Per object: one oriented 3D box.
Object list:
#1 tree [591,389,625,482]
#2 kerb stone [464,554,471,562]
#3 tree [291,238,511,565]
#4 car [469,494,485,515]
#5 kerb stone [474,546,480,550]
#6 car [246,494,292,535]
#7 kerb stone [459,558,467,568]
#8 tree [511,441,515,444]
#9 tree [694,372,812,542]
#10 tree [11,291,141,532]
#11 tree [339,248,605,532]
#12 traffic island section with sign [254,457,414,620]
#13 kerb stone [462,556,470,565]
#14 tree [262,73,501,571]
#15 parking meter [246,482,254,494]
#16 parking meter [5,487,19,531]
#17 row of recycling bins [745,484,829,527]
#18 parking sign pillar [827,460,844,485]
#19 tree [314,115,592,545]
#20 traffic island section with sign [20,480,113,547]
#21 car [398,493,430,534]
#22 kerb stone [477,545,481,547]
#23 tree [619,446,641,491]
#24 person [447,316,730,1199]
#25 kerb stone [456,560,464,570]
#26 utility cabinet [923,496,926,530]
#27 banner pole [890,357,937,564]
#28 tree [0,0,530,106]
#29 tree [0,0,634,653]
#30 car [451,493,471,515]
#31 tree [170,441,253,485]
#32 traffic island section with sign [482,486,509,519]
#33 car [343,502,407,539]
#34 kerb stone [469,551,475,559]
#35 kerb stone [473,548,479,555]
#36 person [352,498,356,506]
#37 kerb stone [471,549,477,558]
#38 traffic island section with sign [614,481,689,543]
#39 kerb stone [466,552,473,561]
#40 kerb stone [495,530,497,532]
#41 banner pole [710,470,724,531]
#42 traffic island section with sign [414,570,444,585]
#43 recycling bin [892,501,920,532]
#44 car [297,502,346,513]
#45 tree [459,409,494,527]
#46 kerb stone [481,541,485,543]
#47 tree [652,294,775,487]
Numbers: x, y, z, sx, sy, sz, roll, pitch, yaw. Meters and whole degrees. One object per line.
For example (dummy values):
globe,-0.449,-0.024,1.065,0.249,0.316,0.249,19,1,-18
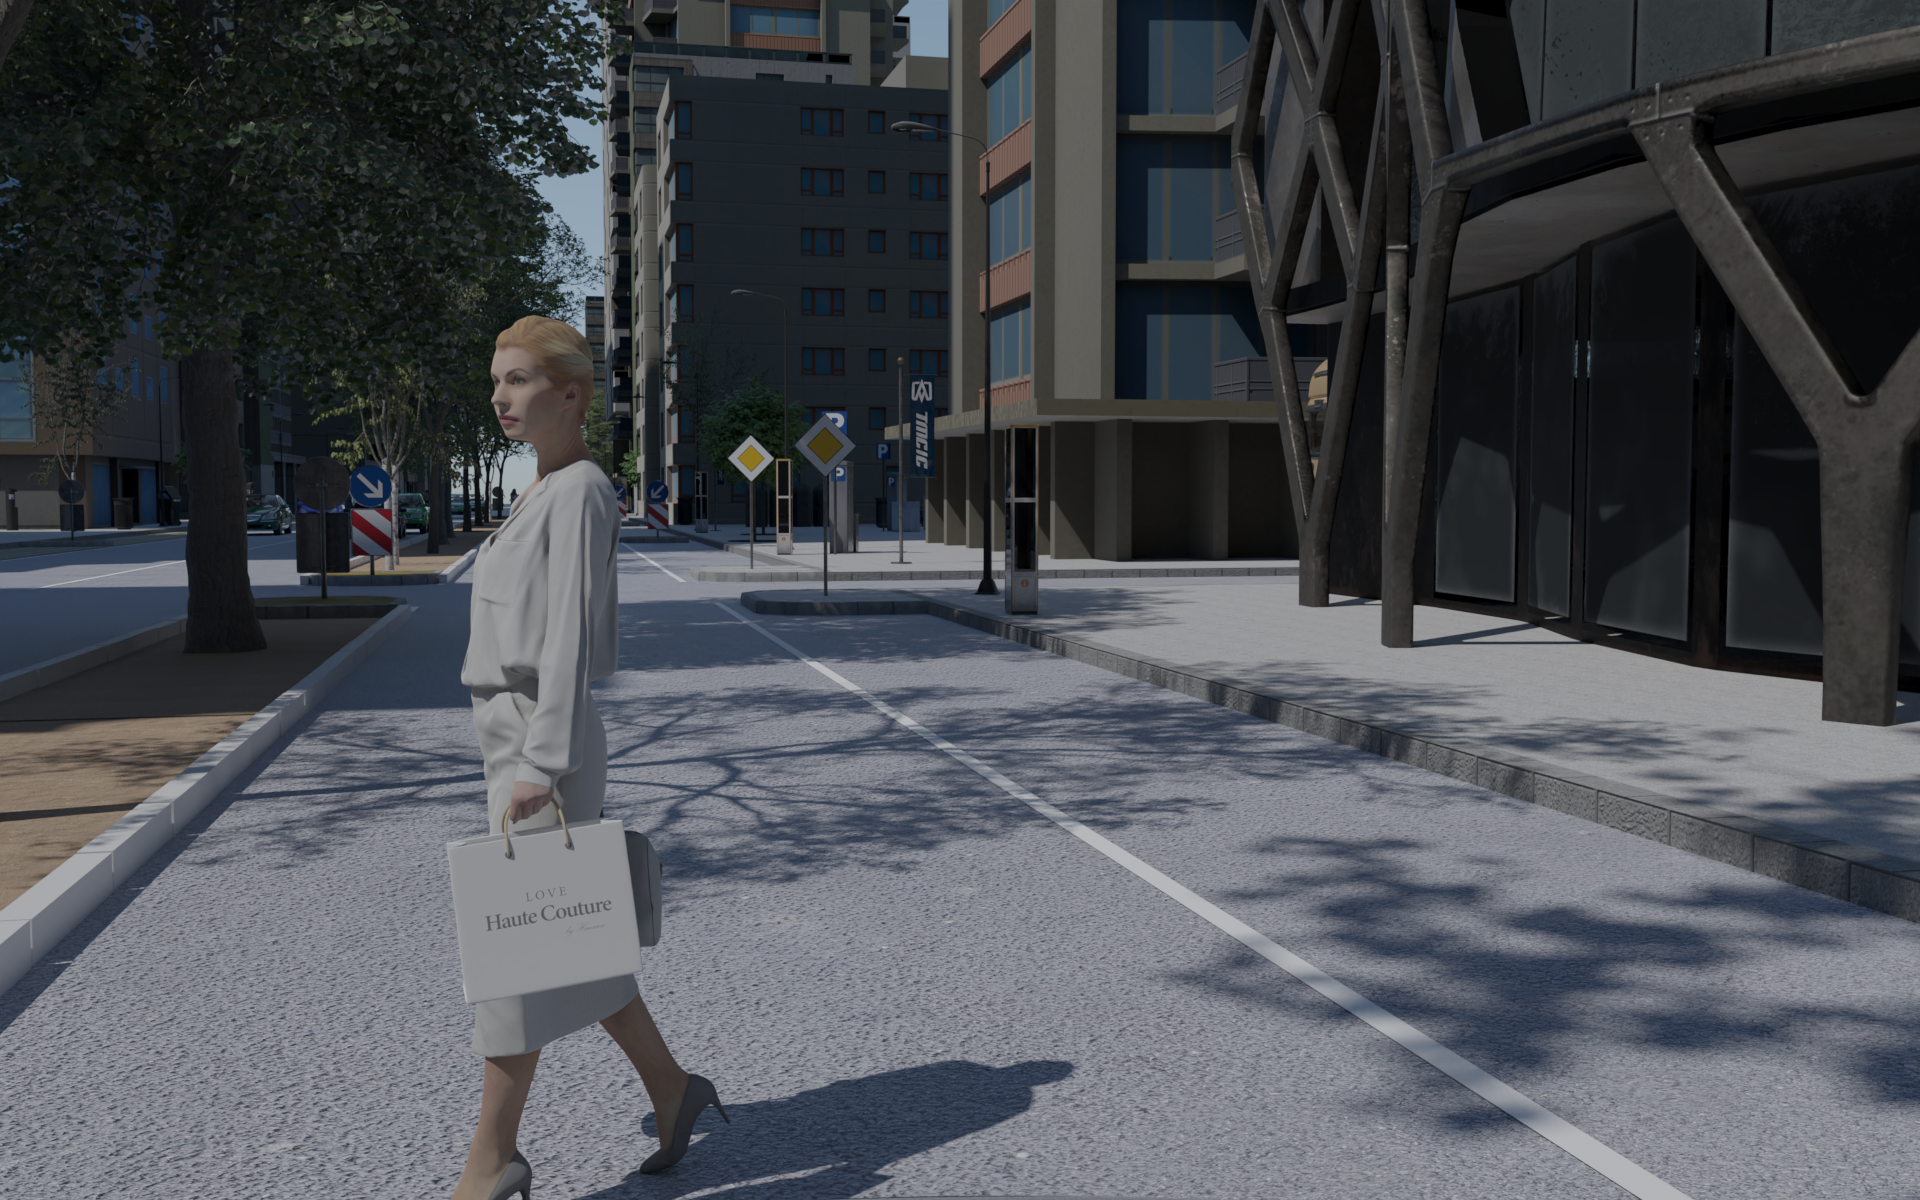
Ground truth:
tree,-38.867,-16.416,186.521,7.486,12.596,7.792,0,3,0
kerb stone,-10.047,-0.787,35.125,0.120,0.150,1.000,-1,4,-13
tree,-11.394,-5.003,34.614,4.737,8.622,4.395,0,3,0
car,-34.450,-6.765,122.402,2.131,1.459,4.920,-1,4,-15
kerb stone,-11.244,-1.095,40.098,0.120,0.150,1.000,-1,4,-13
car,-24.840,-3.033,61.390,2.131,1.459,4.920,-1,4,-14
kerb stone,-9.564,-0.668,33.124,0.120,0.150,1.000,-1,4,-13
tree,-24.947,-8.488,91.598,4.737,8.622,4.395,0,3,0
tree,-5.477,-3.855,46.742,4.285,4.588,4.351,0,3,0
tree,-30.326,-6.657,59.197,4.360,8.622,3.978,0,3,0
tree,-18.613,-9.302,64.911,12.009,13.543,11.850,0,3,0
traffic island section with sign,-7.683,-0.766,20.663,2.006,1.907,1.989,-1,4,-13
kerb stone,-9.796,-0.724,34.121,0.120,0.150,1.000,-1,4,-13
tree,-9.956,-4.719,29.979,4.360,8.622,3.978,0,3,0
parking meter,-35.090,-4.886,85.599,0.255,1.863,0.399,0,4,4
parking meter,-33.346,-3.211,60.914,0.372,1.533,0.369,0,3,0
row of recycling bins,-6.606,-3.705,67.684,3.534,1.692,1.069,-1,4,-20
parking sign pillar,-5.087,-5.028,70.673,1.447,3.967,1.447,1,4,8
tree,-14.450,-7.796,48.042,7.486,12.596,7.792,0,3,0
traffic island section with sign,-24.360,-2.369,47.353,1.989,1.847,2.006,-1,4,-13
car,-20.281,-3.318,63.049,1.959,1.807,4.718,-1,4,-15
kerb stone,-11.485,-1.156,41.092,0.120,0.150,1.000,-1,4,-13
tree,-19.092,-7.463,105.737,4.285,4.588,4.351,0,3,0
person,-0.772,0.331,3.443,0.624,1.780,0.694,-1,4,-10
kerb stone,-9.328,-0.605,32.130,0.120,0.150,1.000,-1,4,-13
utility cabinet,-0.804,-3.092,61.716,1.020,1.237,0.306,2,4,34
banner pole,-0.855,-2.559,31.853,0.863,3.779,0.401,0,4,-8
tree,-4.323,-4.281,6.871,8.767,10.594,7.601,-1,4,-13
tree,-6.669,-6.493,15.268,9.857,13.997,8.962,0,3,0
car,-30.338,-5.821,103.972,1.959,1.807,4.718,-1,4,-13
tree,-34.259,-5.837,79.152,4.285,4.588,4.351,0,3,0
traffic island section with sign,-26.959,-5.676,100.935,2.006,1.907,1.989,-1,4,-13
car,-19.049,-2.687,56.514,1.945,1.354,3.894,-1,4,-15
kerb stone,-10.527,-0.912,37.114,0.120,0.150,1.000,-1,4,-13
kerb stone,-10.998,-1.034,39.106,0.120,0.150,1.000,-1,4,-13
person,-22.779,-3.490,65.426,0.748,1.841,0.638,-3,5,-44
kerb stone,-10.765,-0.973,38.111,0.120,0.150,1.000,-1,4,-13
traffic island section with sign,-9.136,-2.620,51.458,1.989,1.847,2.006,-1,4,-13
kerb stone,-10.289,-0.852,36.118,0.120,0.150,1.000,-1,4,-13
kerb stone,-16.757,-2.498,63.039,0.120,0.150,1.000,-1,4,-13
banner pole,-8.337,-4.265,59.749,0.401,3.779,0.863,-3,4,-37
traffic island section with sign,-9.403,-1.207,27.868,2.006,1.907,1.989,-1,4,-13
recycling bin,-1.841,-2.833,58.867,0.722,1.027,0.722,2,4,29
car,-27.481,-3.978,74.637,1.945,1.707,3.694,-1,4,-15
tree,-21.411,-9.059,76.320,9.928,11.665,9.643,0,3,0
kerb stone,-12.195,-1.339,44.092,0.120,0.150,1.000,-1,4,-13
tree,-9.381,-6.990,64.644,4.360,8.622,3.978,0,3,0
